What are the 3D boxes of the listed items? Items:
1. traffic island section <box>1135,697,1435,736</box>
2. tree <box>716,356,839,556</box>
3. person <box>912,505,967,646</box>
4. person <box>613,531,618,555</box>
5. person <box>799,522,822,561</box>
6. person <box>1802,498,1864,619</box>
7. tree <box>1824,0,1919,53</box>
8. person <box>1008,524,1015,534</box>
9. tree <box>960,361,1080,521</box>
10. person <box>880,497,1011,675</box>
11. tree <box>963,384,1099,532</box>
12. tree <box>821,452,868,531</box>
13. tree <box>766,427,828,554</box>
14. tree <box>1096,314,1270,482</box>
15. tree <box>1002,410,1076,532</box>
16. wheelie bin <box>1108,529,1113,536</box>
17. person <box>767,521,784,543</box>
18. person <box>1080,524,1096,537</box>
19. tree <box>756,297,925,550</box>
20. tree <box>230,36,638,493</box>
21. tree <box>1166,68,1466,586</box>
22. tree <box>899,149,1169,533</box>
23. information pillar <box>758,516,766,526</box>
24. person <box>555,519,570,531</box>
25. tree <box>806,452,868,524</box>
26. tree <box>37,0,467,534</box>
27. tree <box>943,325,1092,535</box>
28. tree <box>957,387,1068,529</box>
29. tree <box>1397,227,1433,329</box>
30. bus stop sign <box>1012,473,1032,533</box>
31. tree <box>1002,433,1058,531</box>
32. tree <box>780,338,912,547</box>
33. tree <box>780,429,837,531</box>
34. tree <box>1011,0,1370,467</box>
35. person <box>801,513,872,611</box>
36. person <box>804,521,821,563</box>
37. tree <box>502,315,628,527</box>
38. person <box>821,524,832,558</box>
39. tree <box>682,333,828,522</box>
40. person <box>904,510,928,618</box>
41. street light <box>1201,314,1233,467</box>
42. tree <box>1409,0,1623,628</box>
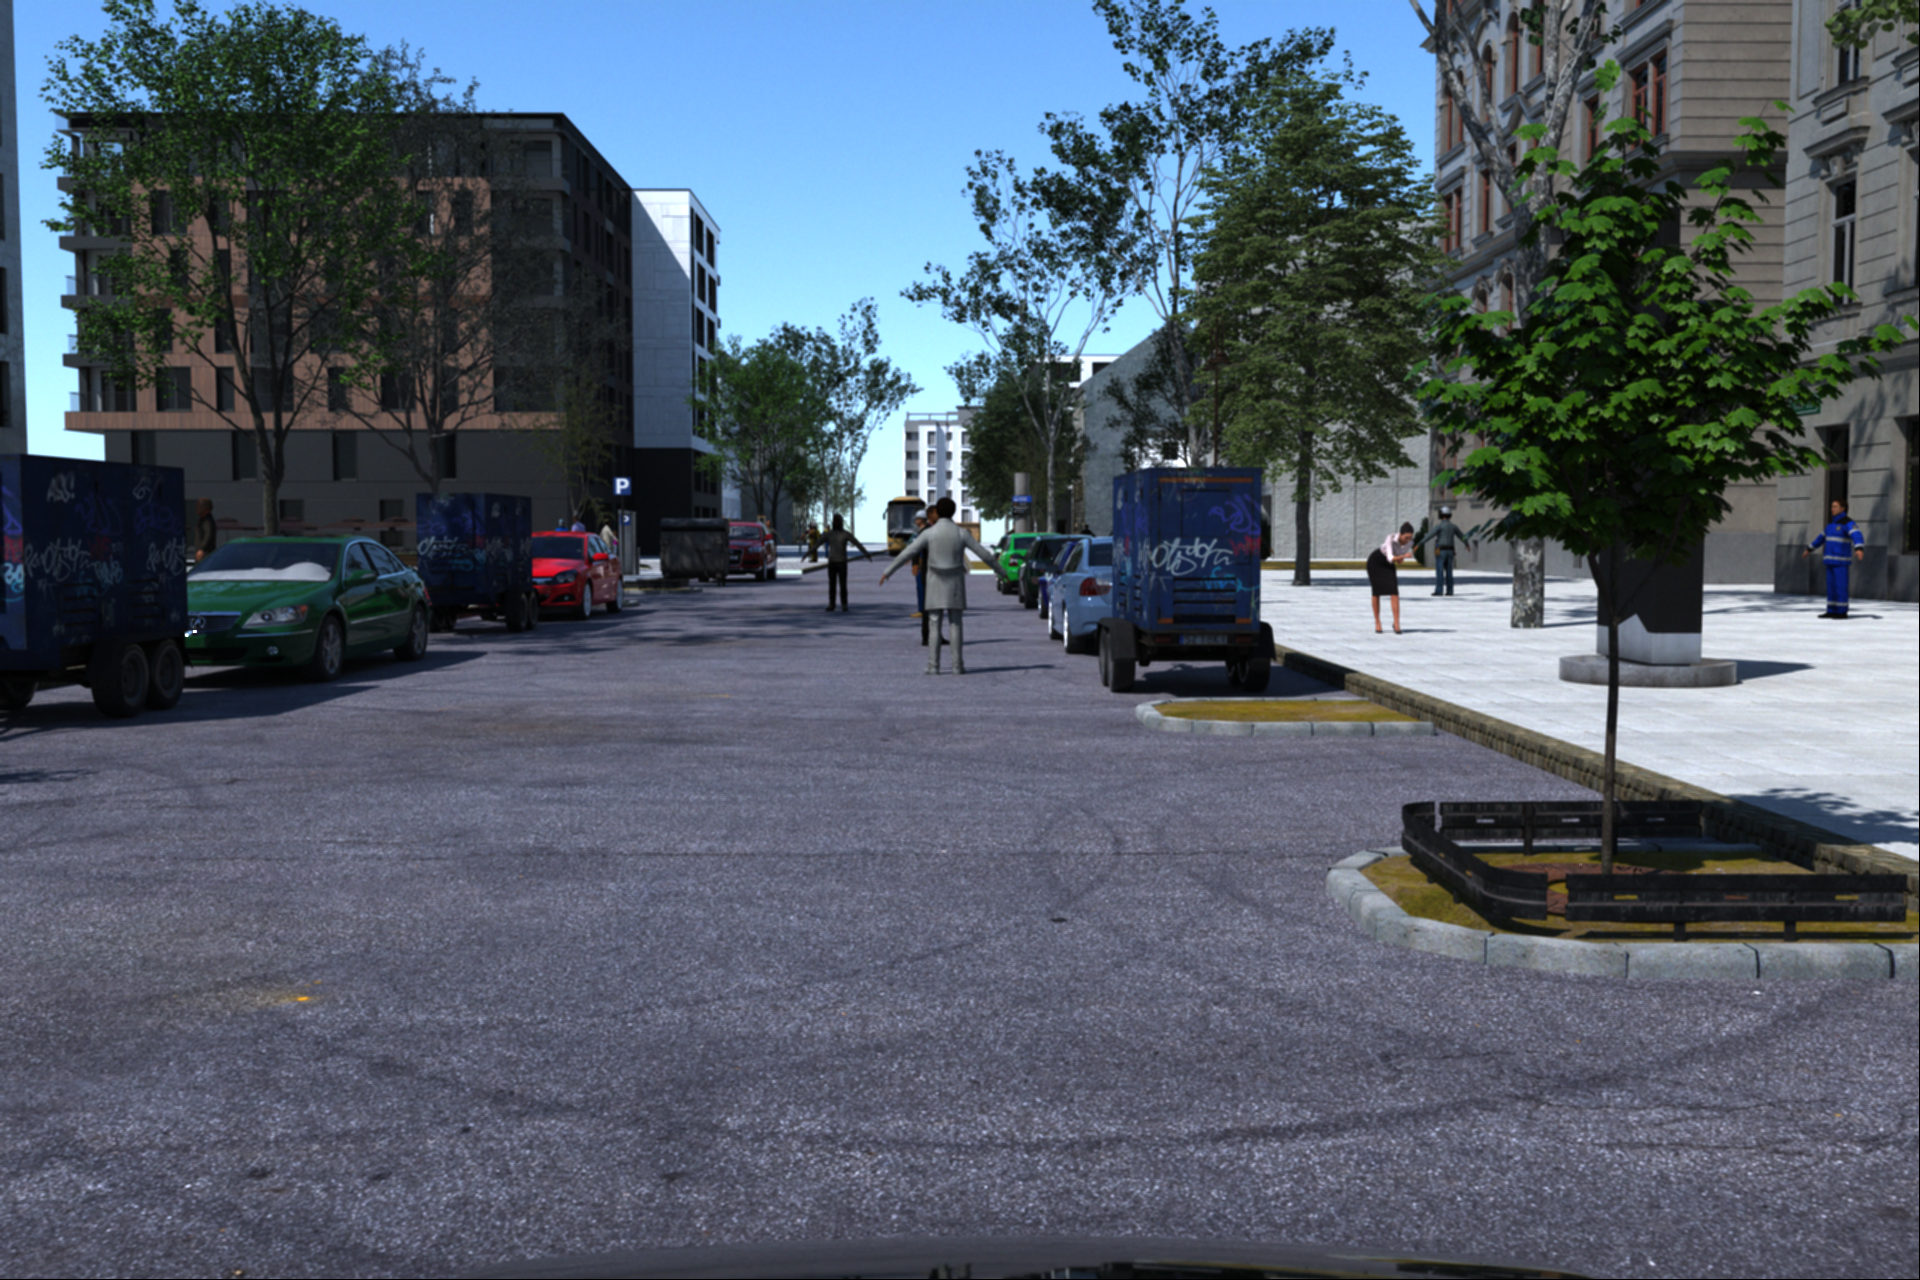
[{"bbox_3d":[2.375,0.586,13.280,1.991,0.108,1.994,0,4,0],"label":"traffic island section"},{"bbox_3d":[-10.783,-10.717,100.983,9.928,11.665,9.643,0,3,0],"label":"tree"},{"bbox_3d":[-0.316,-0.833,22.300,0.704,1.802,1.346,2,4,28],"label":"person"},{"bbox_3d":[-16.432,-4.502,82.873,0.599,1.433,0.991,-2,4,-29],"label":"person"},{"bbox_3d":[-6.793,-4.499,79.702,1.345,1.843,0.704,1,4,14],"label":"person"},{"bbox_3d":[13.262,-1.238,26.211,0.704,1.831,1.345,-1,4,-8],"label":"person"},{"bbox_3d":[8.465,-5.570,9.202,7.486,12.596,7.792,0,3,0],"label":"tree"},{"bbox_3d":[2.843,-5.073,89.088,1.346,1.812,0.704,-1,4,-13],"label":"person"},{"bbox_3d":[4.642,-13.621,129.354,9.857,13.997,8.962,0,3,0],"label":"tree"},{"bbox_3d":[-0.148,-0.555,17.720,1.347,1.806,0.705,0,4,-3],"label":"person"},{"bbox_3d":[4.377,-10.659,108.685,8.767,10.594,7.601,0,4,-1],"label":"tree"},{"bbox_3d":[-11.137,-12.534,155.297,4.360,8.622,3.978,0,3,0],"label":"tree"},{"bbox_3d":[-10.045,-9.712,109.157,4.360,8.622,3.978,0,3,0],"label":"tree"},{"bbox_3d":[9.738,-8.514,73.613,7.601,10.594,8.767,2,4,26],"label":"tree"},{"bbox_3d":[4.202,-9.238,101.400,4.360,8.622,3.978,0,3,0],"label":"tree"},{"bbox_3d":[5.213,-3.056,57.882,0.693,1.594,0.980,0,3,0],"label":"wheelie bin"},{"bbox_3d":[-7.360,-3.694,66.661,1.348,1.796,0.705,1,4,16],"label":"person"},{"bbox_3d":[6.840,-5.324,93.229,1.347,1.806,0.705,2,4,31],"label":"person"},{"bbox_3d":[-9.506,-17.235,137.679,12.611,20.169,13.585,0,3,0],"label":"tree"},{"bbox_3d":[-13.553,-8.171,43.974,12.009,13.543,11.850,0,3,0],"label":"tree"},{"bbox_3d":[8.755,-7.637,42.984,7.486,12.596,7.792,0,3,0],"label":"tree"},{"bbox_3d":[3.179,-14.146,87.180,12.611,20.169,13.585,0,3,0],"label":"tree"},{"bbox_3d":[-8.167,-4.103,71.575,0.304,2.012,0.304,0,4,1],"label":"information pillar"},{"bbox_3d":[-14.554,-3.497,63.297,1.347,1.817,0.704,0,4,2],"label":"person"},{"bbox_3d":[-18.911,-21.230,257.483,12.009,13.543,11.850,0,3,0],"label":"tree"},{"bbox_3d":[-13.103,-6.542,32.712,9.928,11.665,9.643,0,3,0],"label":"tree"},{"bbox_3d":[5.152,-18.422,157.084,12.611,20.169,13.585,0,3,0],"label":"tree"},{"bbox_3d":[4.472,-14.413,142.304,9.857,13.997,8.962,0,3,0],"label":"tree"},{"bbox_3d":[24.928,-13.723,80.258,12.611,20.169,13.585,0,3,0],"label":"tree"},{"bbox_3d":[2.663,-5.230,74.523,0.837,3.901,0.837,0,4,1],"label":"bus stop sign"},{"bbox_3d":[4.443,-10.385,120.156,4.360,8.622,3.978,0,3,0],"label":"tree"},{"bbox_3d":[-11.922,-19.132,168.701,12.611,20.169,13.585,0,3,0],"label":"tree"},{"bbox_3d":[-10.077,-10.160,116.474,4.360,8.622,3.978,0,3,0],"label":"tree"},{"bbox_3d":[6.619,-12.397,58.585,12.611,20.169,13.585,0,3,0],"label":"tree"},{"bbox_3d":[-2.283,-1.448,32.255,1.348,1.813,0.705,1,4,10],"label":"person"},{"bbox_3d":[-6.609,-4.426,78.141,0.705,1.858,1.354,2,4,27],"label":"person"},{"bbox_3d":[-12.768,-6.586,58.045,4.360,8.622,3.978,0,3,0],"label":"tree"},{"bbox_3d":[-6.890,-5.201,91.009,1.349,1.833,0.705,0,4,5],"label":"person"},{"bbox_3d":[-10.446,-10.036,89.837,9.928,11.665,9.643,0,3,0],"label":"tree"},{"bbox_3d":[-0.669,-1.314,29.796,0.705,1.847,1.347,1,4,14],"label":"person"},{"bbox_3d":[5.410,-3.904,36.620,0.468,5.910,1.993,0,4,0],"label":"street light"},{"bbox_3d":[6.936,-10.303,24.348,12.611,20.169,13.585,0,3,0],"label":"tree"}]
